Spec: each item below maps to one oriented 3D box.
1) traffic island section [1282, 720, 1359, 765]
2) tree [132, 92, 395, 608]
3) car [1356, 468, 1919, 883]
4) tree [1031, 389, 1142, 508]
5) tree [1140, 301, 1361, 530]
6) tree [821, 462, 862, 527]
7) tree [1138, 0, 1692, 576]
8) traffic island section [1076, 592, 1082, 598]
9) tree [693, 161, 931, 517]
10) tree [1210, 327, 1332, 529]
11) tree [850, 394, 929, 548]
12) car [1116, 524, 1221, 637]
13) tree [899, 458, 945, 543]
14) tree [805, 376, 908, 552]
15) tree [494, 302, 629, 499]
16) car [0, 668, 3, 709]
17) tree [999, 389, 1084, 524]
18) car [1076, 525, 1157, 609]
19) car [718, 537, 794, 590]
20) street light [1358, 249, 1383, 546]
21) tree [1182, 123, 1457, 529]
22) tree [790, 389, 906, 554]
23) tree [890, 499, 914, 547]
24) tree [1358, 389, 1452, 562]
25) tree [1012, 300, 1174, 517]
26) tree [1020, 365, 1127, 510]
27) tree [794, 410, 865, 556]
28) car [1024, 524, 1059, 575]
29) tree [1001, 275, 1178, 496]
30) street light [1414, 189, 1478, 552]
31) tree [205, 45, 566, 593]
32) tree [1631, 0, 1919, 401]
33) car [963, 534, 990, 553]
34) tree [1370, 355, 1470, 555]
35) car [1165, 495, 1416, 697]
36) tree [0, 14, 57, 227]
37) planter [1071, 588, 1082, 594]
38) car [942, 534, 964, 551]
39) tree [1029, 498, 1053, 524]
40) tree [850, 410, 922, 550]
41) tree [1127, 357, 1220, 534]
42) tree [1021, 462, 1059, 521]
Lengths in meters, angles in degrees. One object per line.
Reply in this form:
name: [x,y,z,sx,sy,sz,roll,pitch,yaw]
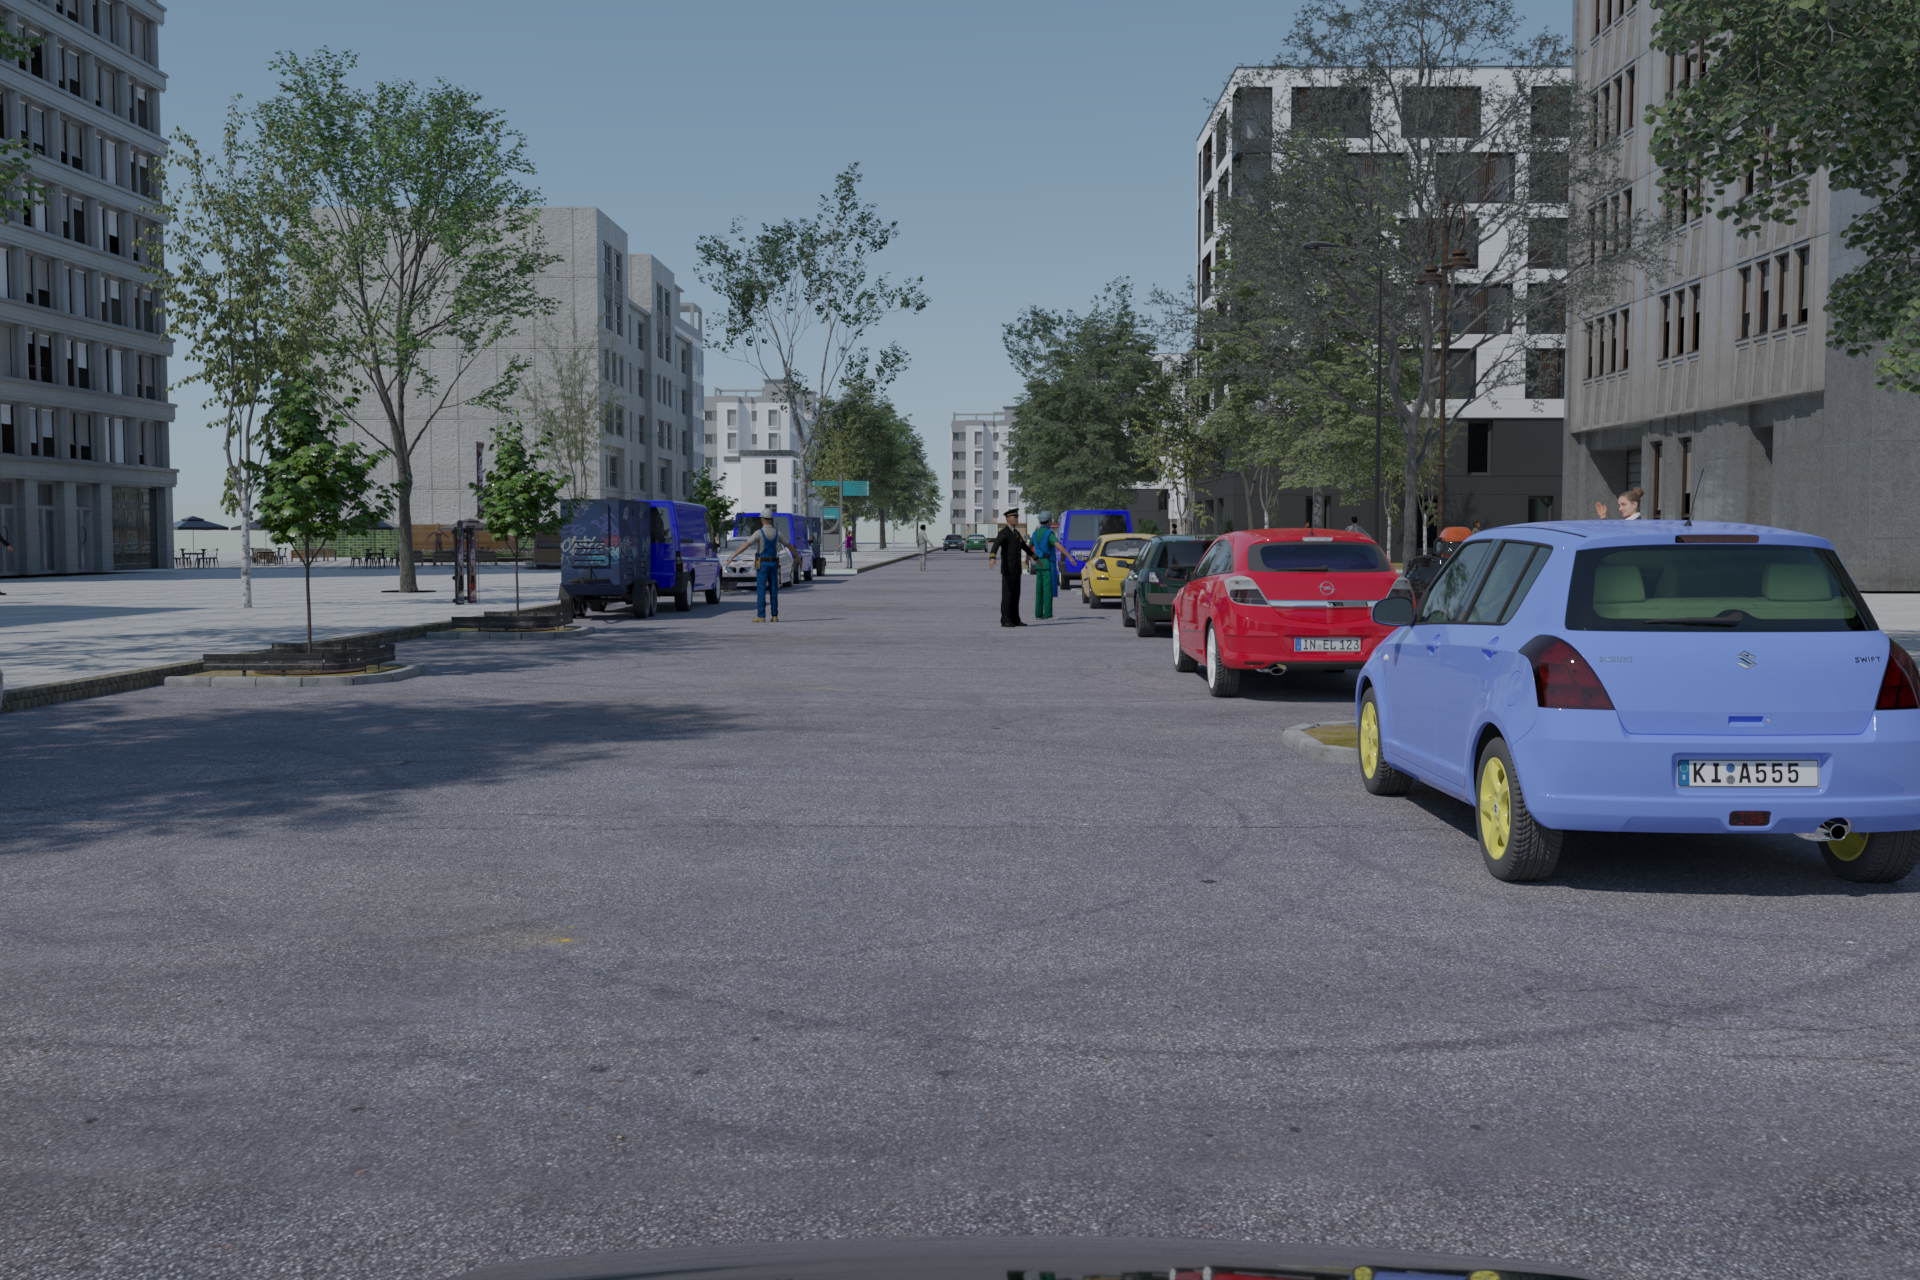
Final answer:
traffic island section: [3.206,0.693,11.538,1.991,0.108,1.994,0,4,0]
tree: [-12.256,-4.874,30.055,4.737,8.622,4.395,0,3,0]
car: [3.060,0.071,8.428,1.945,1.707,3.694,0,4,1]
tree: [7.763,-10.528,106.539,7.601,10.594,8.767,1,4,14]
tree: [10.914,-7.946,64.327,8.767,10.594,7.601,0,4,6]
tree: [-18.235,-21.303,254.965,9.857,13.997,8.962,0,3,0]
tree: [9.268,-7.631,35.140,12.009,13.543,11.850,0,3,0]
traffic island section: [3.663,-1.014,39.437,1.991,0.108,1.994,0,4,1]
tree: [-7.690,-14.282,89.392,12.611,20.169,13.585,0,3,0]
tree: [10.071,-6.589,58.094,4.360,8.622,3.978,0,3,0]
tree: [-6.939,-15.290,156.650,9.857,13.997,8.962,0,3,0]
car: [3.336,-0.958,25.448,2.009,1.686,4.222,0,4,1]
tree: [-5.885,-20.568,254.419,7.486,12.596,7.792,0,3,0]
tree: [-7.545,-12.581,123.822,7.486,12.596,7.792,0,3,0]
tree: [-11.867,-6.376,54.615,4.360,8.622,3.978,0,3,0]
car: [-6.459,0.232,8.207,2.014,1.417,4.499,0,4,1]
tree: [8.117,-14.537,144.335,9.857,13.997,8.962,0,3,0]
car: [3.344,-1.489,34.572,2.015,1.641,3.980,0,4,1]
car: [-5.490,-2.034,45.610,2.083,1.381,4.827,0,4,1]
street light: [7.215,-3.367,27.594,1.470,5.913,1.316,0,4,1]
tree: [10.110,-7.998,48.891,7.486,12.596,7.792,0,3,0]
tree: [-7.002,-10.755,110.253,8.767,10.594,7.601,2,4,31]
tree: [-6.211,-13.322,168.175,4.737,8.622,4.395,0,3,0]
tree: [18.505,-7.532,73.511,4.737,8.622,4.395,0,3,0]
tree: [7.406,-11.586,96.084,9.857,13.997,8.962,0,3,0]
tree: [7.939,-12.098,115.924,7.486,12.596,7.792,0,3,0]
tree: [-7.447,-9.261,101.782,4.737,8.622,4.395,0,3,0]
car: [3.469,-3.292,62.504,2.281,1.827,5.304,0,4,1]
tree: [9.644,-16.560,126.644,12.611,20.169,13.585,0,3,0]
street light: [6.609,-3.115,23.722,0.468,5.910,1.993,0,4,1]
tree: [-12.252,-6.850,37.752,9.928,11.665,9.643,0,3,0]
tree: [9.450,-6.520,13.255,9.857,13.997,8.962,0,3,0]
car: [1.280,-7.568,135.531,2.131,1.459,4.920,0,4,1]
tree: [18.707,-7.237,68.687,4.360,8.622,3.978,0,3,0]
car: [3.109,-0.468,16.689,2.155,1.783,4.494,0,4,1]
tree: [-12.218,-5.517,15.951,9.928,11.665,9.643,0,3,0]
planter: [3.699,-1.281,42.090,1.991,0.319,1.994,0,4,2]
car: [-0.527,-8.379,146.777,2.009,1.686,4.222,0,4,1]
tree: [8.934,-12.970,162.429,4.360,8.622,3.978,0,3,0]
tree: [-6.574,-13.300,143.203,9.928,11.665,9.643,0,3,0]
tree: [9.019,-7.374,70.928,4.737,8.622,4.395,0,3,0]
tree: [8.865,-14.004,154.719,9.928,11.665,9.643,0,3,0]
